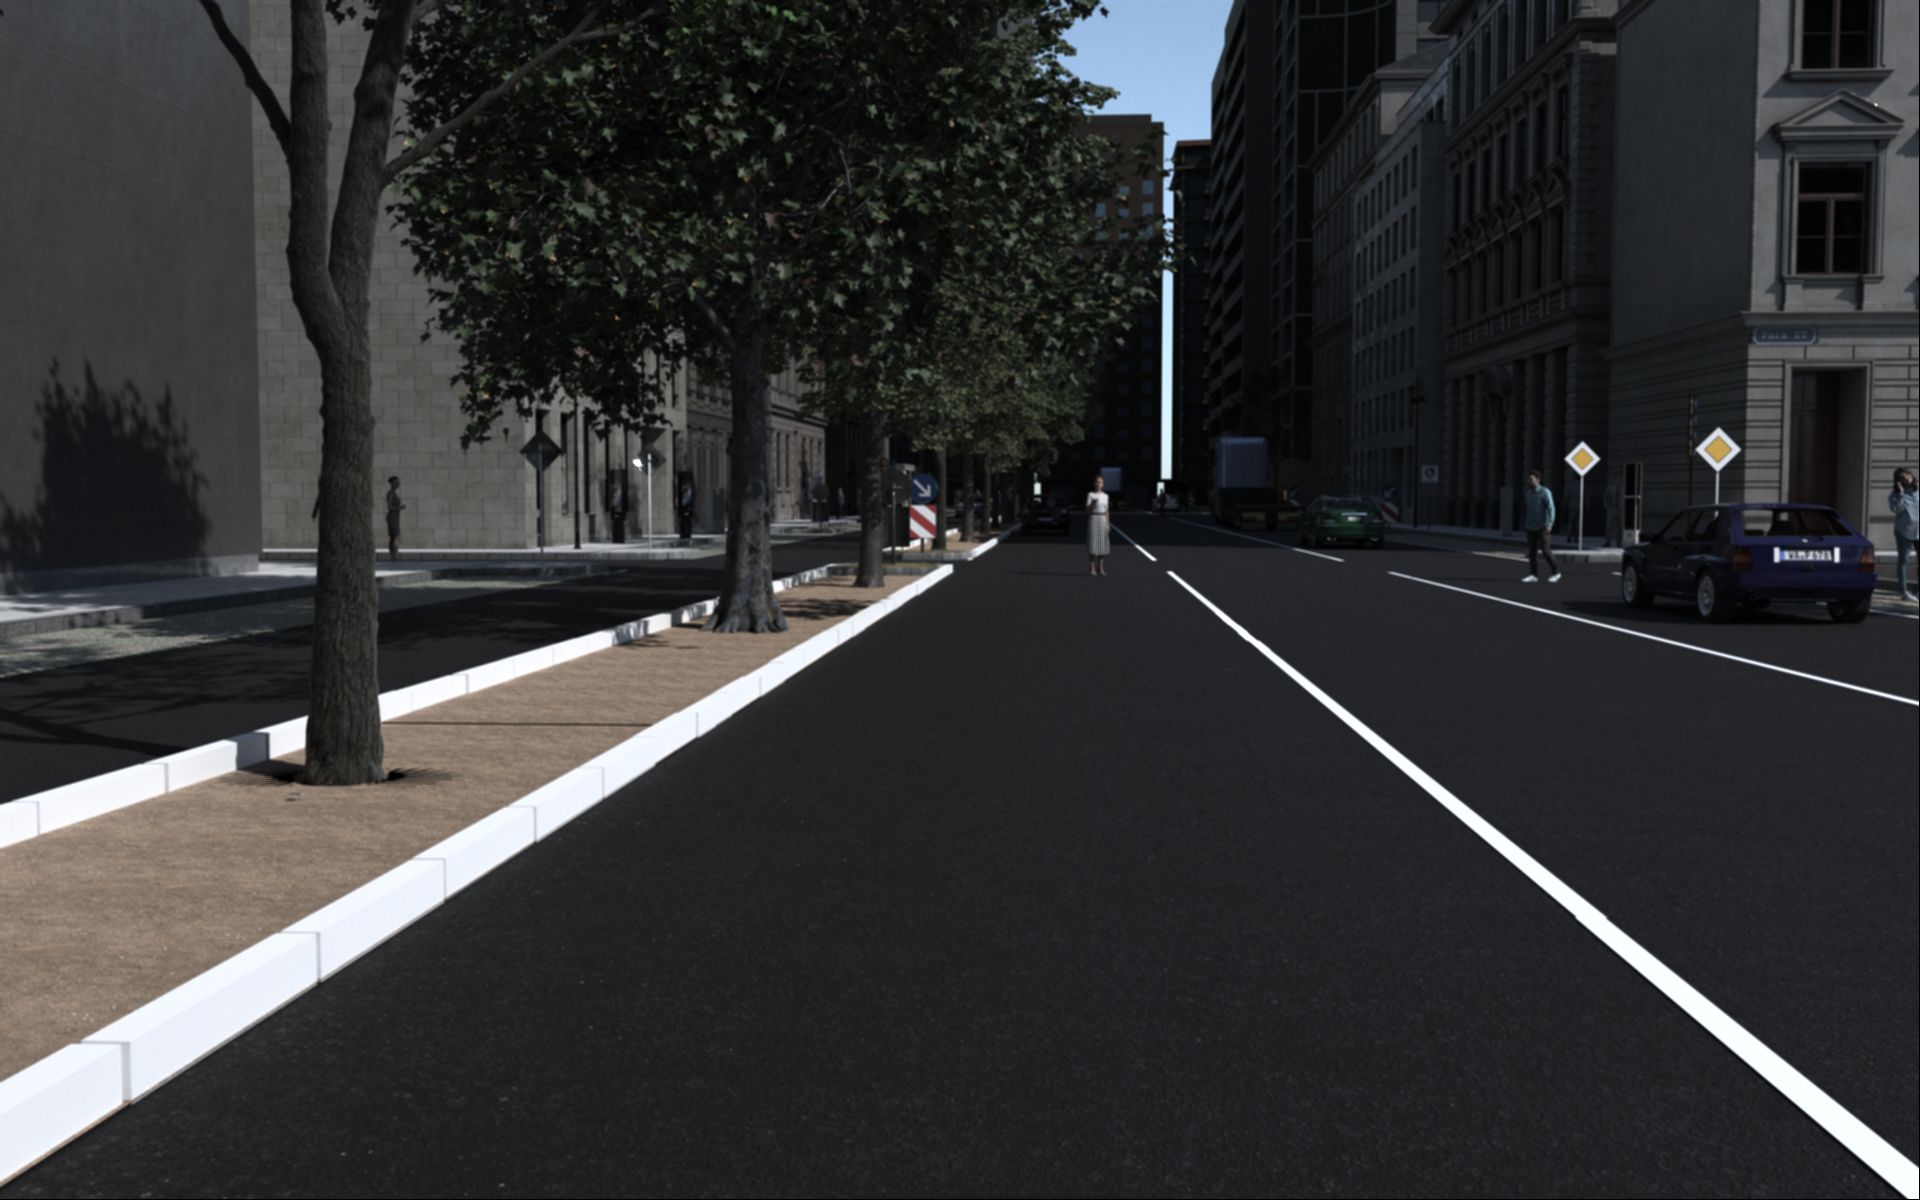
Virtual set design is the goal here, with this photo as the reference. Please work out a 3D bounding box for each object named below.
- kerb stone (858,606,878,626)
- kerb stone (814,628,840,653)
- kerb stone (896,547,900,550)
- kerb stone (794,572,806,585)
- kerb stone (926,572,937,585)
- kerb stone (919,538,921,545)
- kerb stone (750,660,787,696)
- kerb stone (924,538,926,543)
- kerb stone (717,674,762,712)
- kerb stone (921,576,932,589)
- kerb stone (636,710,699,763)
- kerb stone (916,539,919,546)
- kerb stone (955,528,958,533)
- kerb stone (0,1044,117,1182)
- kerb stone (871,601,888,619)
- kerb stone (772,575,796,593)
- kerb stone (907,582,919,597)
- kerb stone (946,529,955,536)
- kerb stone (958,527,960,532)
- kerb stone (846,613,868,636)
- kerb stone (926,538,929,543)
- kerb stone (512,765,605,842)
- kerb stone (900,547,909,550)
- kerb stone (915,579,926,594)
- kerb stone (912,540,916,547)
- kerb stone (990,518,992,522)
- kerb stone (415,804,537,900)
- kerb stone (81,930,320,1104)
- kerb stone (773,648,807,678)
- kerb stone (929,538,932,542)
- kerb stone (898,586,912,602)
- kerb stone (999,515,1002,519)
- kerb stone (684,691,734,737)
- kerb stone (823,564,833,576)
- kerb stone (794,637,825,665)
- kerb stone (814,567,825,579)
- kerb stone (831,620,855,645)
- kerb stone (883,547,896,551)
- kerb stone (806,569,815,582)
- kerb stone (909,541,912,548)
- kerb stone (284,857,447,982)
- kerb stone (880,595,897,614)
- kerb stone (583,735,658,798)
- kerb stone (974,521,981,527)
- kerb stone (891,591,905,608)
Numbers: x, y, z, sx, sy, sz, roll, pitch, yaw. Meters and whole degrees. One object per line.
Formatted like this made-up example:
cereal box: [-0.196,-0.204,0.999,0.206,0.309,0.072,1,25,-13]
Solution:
kerb stone: [-1.038,0.205,18.850,0.120,0.150,1.000,0,4,4]
kerb stone: [-1.243,0.392,15.787,0.120,0.150,1.000,0,4,4]
kerb stone: [-1.620,-1.214,42.046,0.120,0.150,1.000,0,4,4]
kerb stone: [-2.598,-0.304,27.158,0.120,0.150,1.000,0,4,4]
kerb stone: [-0.492,-0.295,27.027,0.120,0.150,1.000,0,4,4]
kerb stone: [-1.212,-1.587,48.194,0.120,0.150,1.000,0,4,4]
kerb stone: [-1.430,0.585,12.721,0.120,0.150,1.000,0,4,4]
kerb stone: [-1.140,-1.652,49.214,0.120,0.150,1.000,0,4,4]
kerb stone: [-1.504,0.643,11.702,0.120,0.150,1.000,0,4,4]
kerb stone: [-0.563,-0.228,26.002,0.120,0.150,1.000,0,4,4]
kerb stone: [-1.640,0.767,9.662,0.120,0.150,1.000,0,4,4]
kerb stone: [-1.277,-1.527,47.174,0.120,0.150,1.000,0,4,4]
kerb stone: [-0.270,-2.466,62.519,0.120,0.150,1.000,0,4,4]
kerb stone: [-2.047,1.141,3.544,0.120,0.150,1.000,0,4,4]
kerb stone: [-0.974,0.145,19.875,0.120,0.150,1.000,0,4,4]
kerb stone: [-2.660,-0.240,26.137,0.120,0.150,1.000,0,4,4]
kerb stone: [-0.710,-0.108,23.955,0.120,0.150,1.000,0,4,4]
kerb stone: [-0.344,-2.404,61.493,0.120,0.150,1.000,0,4,4]
kerb stone: [-0.202,-2.521,63.540,0.120,0.150,1.000,0,4,4]
kerb stone: [-1.095,0.267,17.825,0.120,0.150,1.000,0,4,4]
kerb stone: [-1.081,-1.715,50.235,0.120,0.150,1.000,0,4,4]
kerb stone: [-1.768,0.891,7.622,0.120,0.150,1.000,0,4,4]
kerb stone: [-1.483,-1.339,44.093,0.120,0.150,1.000,0,4,4]
kerb stone: [-0.625,-0.170,24.982,0.120,0.150,1.000,0,4,4]
kerb stone: [-1.348,-1.465,46.144,0.120,0.150,1.000,0,4,4]
kerb stone: [1.815,-4.406,94.238,0.120,0.150,1.000,0,4,4]
kerb stone: [-1.838,0.954,6.603,0.120,0.150,1.000,0,4,4]
kerb stone: [-1.971,1.078,4.563,0.120,0.150,1.000,0,4,4]
kerb stone: [-1.371,0.517,13.741,0.120,0.150,1.000,0,4,4]
kerb stone: [-1.013,-1.777,51.255,0.120,0.150,1.000,0,4,4]
kerb stone: [-0.773,-0.044,22.934,0.120,0.150,1.000,0,4,4]
kerb stone: [2.614,-5.157,106.505,0.120,0.150,1.000,0,4,4]
kerb stone: [-1.565,0.707,10.681,0.120,0.150,1.000,0,4,4]
kerb stone: [-2.388,-0.490,30.226,0.120,0.150,1.000,0,4,4]
kerb stone: [-1.305,0.454,14.767,0.120,0.150,1.000,0,4,4]
kerb stone: [-2.459,-0.429,29.207,0.120,0.150,1.000,0,4,4]
kerb stone: [-1.168,0.330,16.806,0.120,0.150,1.000,0,4,4]
kerb stone: [-1.679,-1.152,41.023,0.120,0.150,1.000,0,4,4]
kerb stone: [-2.531,-0.366,28.186,0.120,0.150,1.000,0,4,4]
kerb stone: [-1.416,-1.402,45.124,0.120,0.150,1.000,0,4,4]
kerb stone: [-1.903,1.017,5.583,0.120,0.150,1.000,0,4,4]
kerb stone: [-0.902,0.080,20.894,0.120,0.150,1.000,0,4,4]
kerb stone: [-1.700,0.829,8.642,0.120,0.150,1.000,0,4,4]
kerb stone: [0.804,-3.467,78.879,0.120,0.150,1.000,0,4,4]
kerb stone: [-0.831,0.017,21.913,0.120,0.150,1.000,0,4,4]
